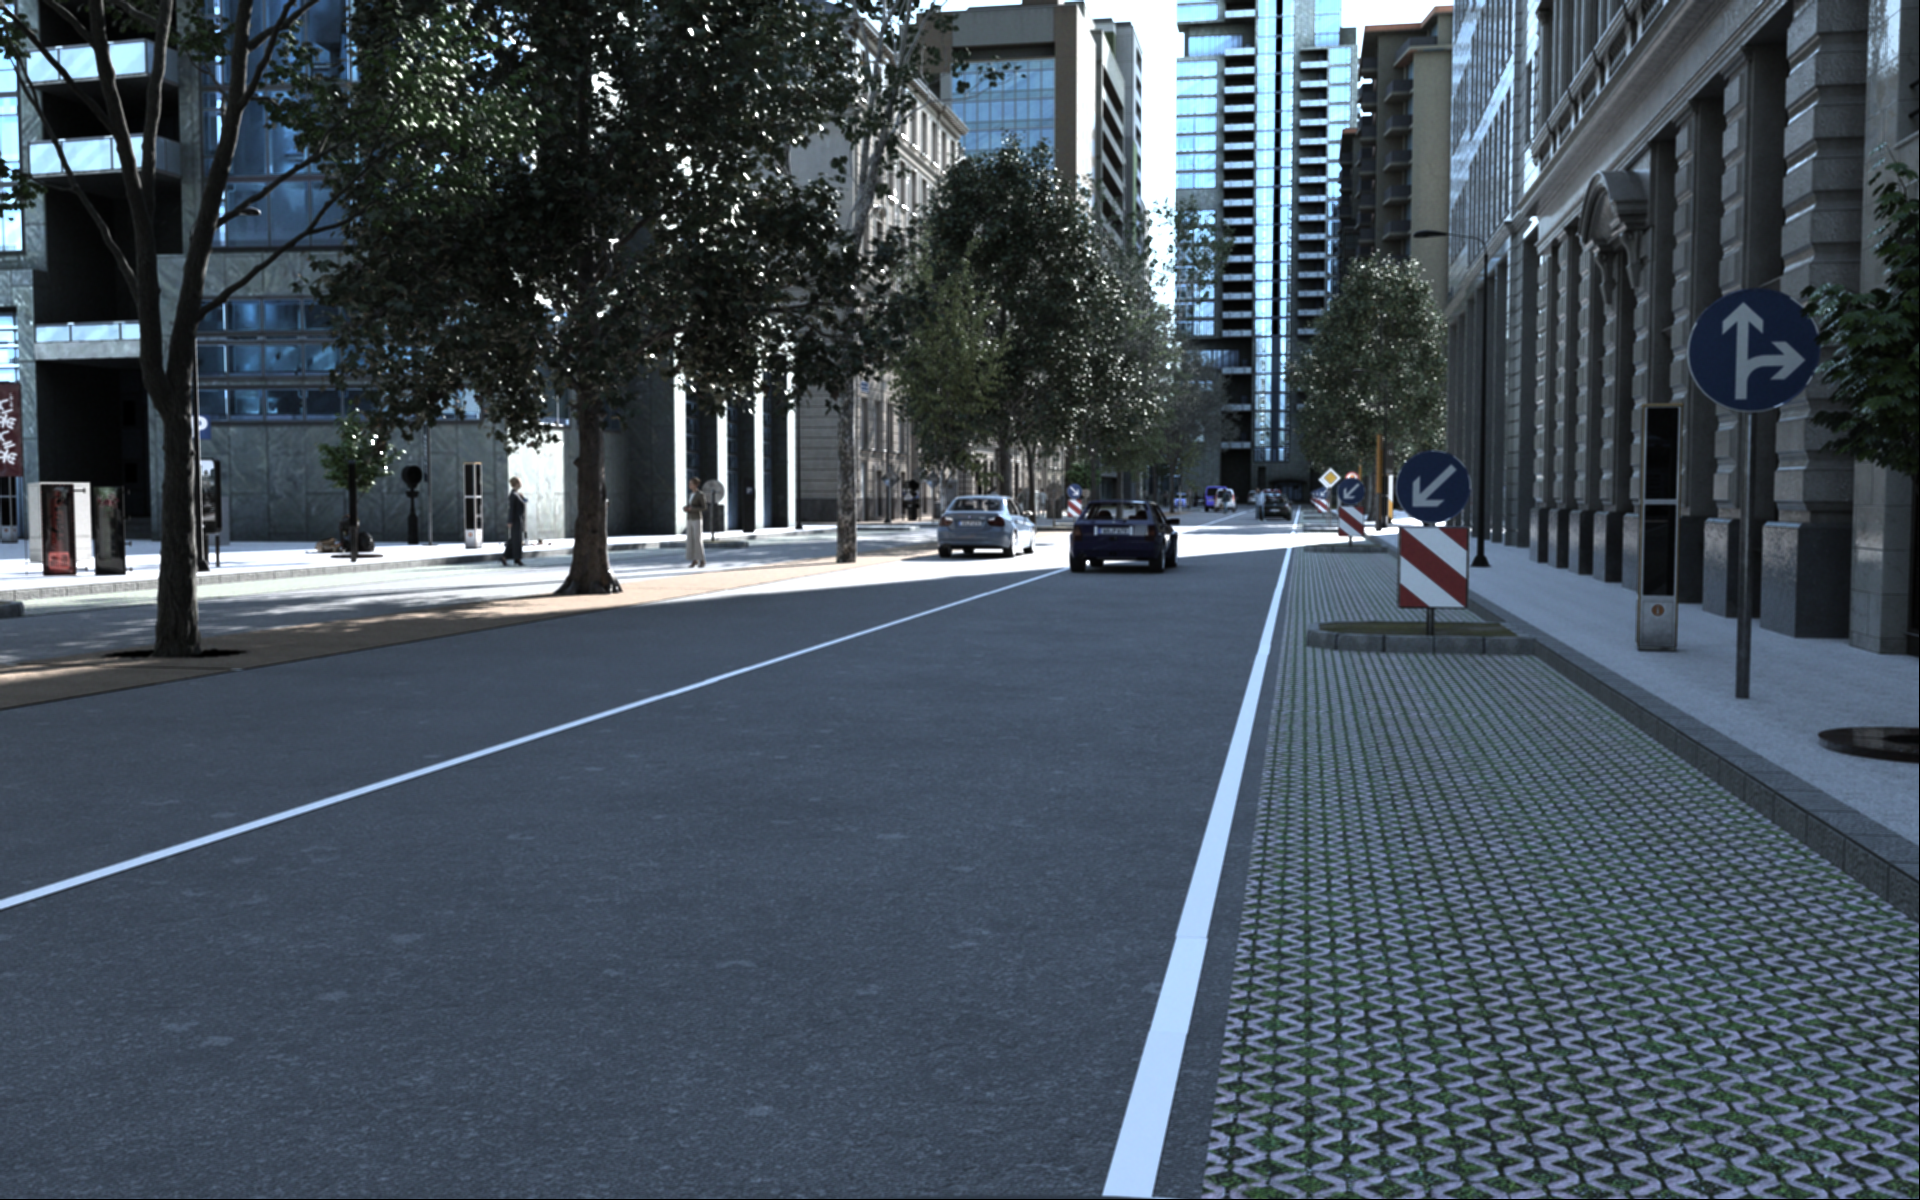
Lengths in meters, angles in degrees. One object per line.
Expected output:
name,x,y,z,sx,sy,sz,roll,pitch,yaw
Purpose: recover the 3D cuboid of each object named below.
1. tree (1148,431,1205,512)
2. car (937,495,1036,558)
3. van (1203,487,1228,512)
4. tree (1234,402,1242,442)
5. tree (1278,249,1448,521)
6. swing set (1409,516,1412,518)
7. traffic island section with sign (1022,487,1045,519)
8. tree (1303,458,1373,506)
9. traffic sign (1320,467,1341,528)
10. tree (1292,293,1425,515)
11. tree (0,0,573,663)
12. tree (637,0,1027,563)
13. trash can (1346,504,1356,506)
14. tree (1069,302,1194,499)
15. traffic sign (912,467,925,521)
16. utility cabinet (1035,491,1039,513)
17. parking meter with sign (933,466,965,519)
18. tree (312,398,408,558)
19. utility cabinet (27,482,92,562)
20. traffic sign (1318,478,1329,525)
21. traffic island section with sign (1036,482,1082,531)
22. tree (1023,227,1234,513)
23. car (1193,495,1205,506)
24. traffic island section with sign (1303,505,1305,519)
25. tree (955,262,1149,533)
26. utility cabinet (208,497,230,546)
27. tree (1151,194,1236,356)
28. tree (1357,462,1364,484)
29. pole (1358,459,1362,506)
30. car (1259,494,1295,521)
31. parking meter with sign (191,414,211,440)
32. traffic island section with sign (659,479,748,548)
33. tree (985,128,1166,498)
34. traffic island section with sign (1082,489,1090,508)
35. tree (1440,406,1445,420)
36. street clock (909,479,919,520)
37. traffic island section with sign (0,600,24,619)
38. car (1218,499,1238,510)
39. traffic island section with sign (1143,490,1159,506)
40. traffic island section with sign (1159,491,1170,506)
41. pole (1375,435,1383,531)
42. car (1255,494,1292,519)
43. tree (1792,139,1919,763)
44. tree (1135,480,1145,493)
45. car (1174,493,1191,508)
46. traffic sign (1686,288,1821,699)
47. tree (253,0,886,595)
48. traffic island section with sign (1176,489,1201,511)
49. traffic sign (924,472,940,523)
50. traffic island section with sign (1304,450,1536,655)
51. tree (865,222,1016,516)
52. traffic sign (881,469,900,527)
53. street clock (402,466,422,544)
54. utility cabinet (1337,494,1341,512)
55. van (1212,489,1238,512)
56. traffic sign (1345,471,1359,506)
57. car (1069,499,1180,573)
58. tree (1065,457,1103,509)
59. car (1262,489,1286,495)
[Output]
tree,17.309,-11.191,135.793,4.737,8.622,4.395,0,3,0
car,0.641,-1.742,40.492,2.014,1.417,4.499,1,4,11
van,21.053,-8.417,142.001,2.240,2.365,5.245,1,4,9
tree,12.956,-12.355,114.824,12.009,13.543,11.850,0,3,0
tree,19.618,-10.040,81.157,9.611,12.733,9.660,0,3,0
swing set,25.822,-5.902,94.123,3.119,2.851,2.862,1,4,12
traffic island section with sign,3.894,-5.600,100.181,1.989,1.847,2.006,1,4,11
tree,32.158,-13.820,144.083,7.486,12.596,7.792,0,3,0
traffic sign,13.880,-3.747,64.910,0.795,2.450,0.064,1,4,11
tree,25.324,-12.288,107.564,9.857,13.997,8.962,0,3,0
tree,-6.811,-5.294,14.763,9.928,11.665,9.643,0,3,0
tree,-3.386,-10.899,36.547,12.611,20.169,13.585,0,3,0
trash can,25.581,-6.220,113.354,0.748,1.137,0.748,0,3,0
tree,8.356,-10.423,91.008,7.486,12.596,7.792,0,3,0
traffic sign,-1.882,-4.967,81.310,0.768,2.556,0.104,1,4,15
utility cabinet,5.002,-6.719,118.529,0.318,1.500,1.173,2,4,33
parking meter with sign,-0.536,-5.774,90.666,1.738,3.016,0.543,-1,4,-22
tree,-12.320,-2.475,35.071,1.663,3.219,1.824,0,3,0
utility cabinet,-16.937,-1.462,32.586,0.318,1.500,1.173,1,4,19
traffic sign,15.431,-4.226,72.744,0.795,2.450,0.064,1,4,11
traffic island section with sign,3.570,-3.616,67.265,2.006,1.907,1.989,1,4,11
tree,6.140,-10.190,79.438,12.009,13.543,11.850,0,3,0
car,28.256,-11.654,203.116,1.945,1.354,3.894,1,4,12
traffic island section with sign,9.543,-2.093,42.846,1.989,1.847,2.006,1,4,11
tree,2.736,-7.699,62.745,8.767,10.594,7.601,1,4,11
utility cabinet,-18.431,-1.949,43.031,0.306,1.237,1.020,-1,4,-10
tree,9.503,-14.918,102.256,12.611,20.169,13.585,0,3,0
tree,29.757,-10.856,127.859,4.360,8.622,3.978,0,3,0
pole,22.777,-6.412,98.673,0.158,3.312,0.155,0,3,0
car,17.251,-5.189,94.621,2.009,1.686,4.222,1,4,12
parking meter with sign,-17.063,-2.596,38.698,0.543,3.016,1.738,-2,4,-27
traffic island section with sign,-6.760,-2.307,46.344,1.989,1.847,2.006,1,4,11
tree,1.438,-8.233,54.078,9.611,12.733,9.660,0,3,0
traffic island section with sign,9.271,-7.261,127.350,1.989,1.847,2.006,1,4,11
tree,32.004,-10.163,116.526,4.360,8.622,3.978,0,3,0
street clock,-2.235,-4.873,84.242,0.471,2.002,0.358,-1,4,-20
traffic island section with sign,-12.006,-0.687,19.855,1.989,1.847,2.006,1,4,11
car,23.927,-8.906,155.392,2.009,1.686,4.222,1,4,11
traffic island section with sign,18.866,-10.229,175.876,1.989,1.847,2.006,1,4,11
traffic island section with sign,24.111,-11.847,202.318,1.989,1.847,2.006,1,4,11
pole,14.391,-4.012,59.443,0.158,3.312,0.155,0,3,0
car,18.229,-5.452,100.946,2.131,1.459,4.920,1,4,12
tree,5.000,-0.852,8.530,1.663,3.219,1.824,0,3,0
tree,21.331,-12.792,203.753,1.663,3.219,1.824,0,3,0
car,23.233,-10.519,181.569,1.945,1.707,3.694,1,4,12
traffic sign,4.925,-0.656,10.825,0.768,2.556,0.104,1,4,16
tree,-5.294,-6.439,24.748,9.611,12.733,9.660,0,3,0
traffic island section with sign,19.599,-8.569,148.246,2.006,1.907,1.989,1,4,11
traffic sign,-1.188,-4.428,76.042,0.795,2.450,0.064,1,4,11
traffic island section with sign,4.308,-0.475,16.402,1.989,1.847,2.006,1,4,11
tree,-0.444,-5.653,45.246,4.737,8.622,4.395,0,3,0
traffic sign,-2.739,-3.949,68.208,0.795,2.450,0.064,1,4,11
street clock,-13.955,-2.421,44.147,0.358,2.002,0.471,3,4,36
utility cabinet,26.909,-6.992,123.005,0.318,1.500,1.173,1,4,12
van,21.000,-7.963,137.198,2.013,2.044,4.112,1,4,10
traffic sign,22.013,-5.942,97.256,0.768,2.556,0.104,1,4,12
car,3.159,-1.246,32.953,1.945,1.354,3.894,1,4,12
tree,10.588,-10.049,148.015,4.285,4.588,4.351,0,3,0
car,24.664,-7.855,137.101,2.281,1.827,5.304,1,4,12
